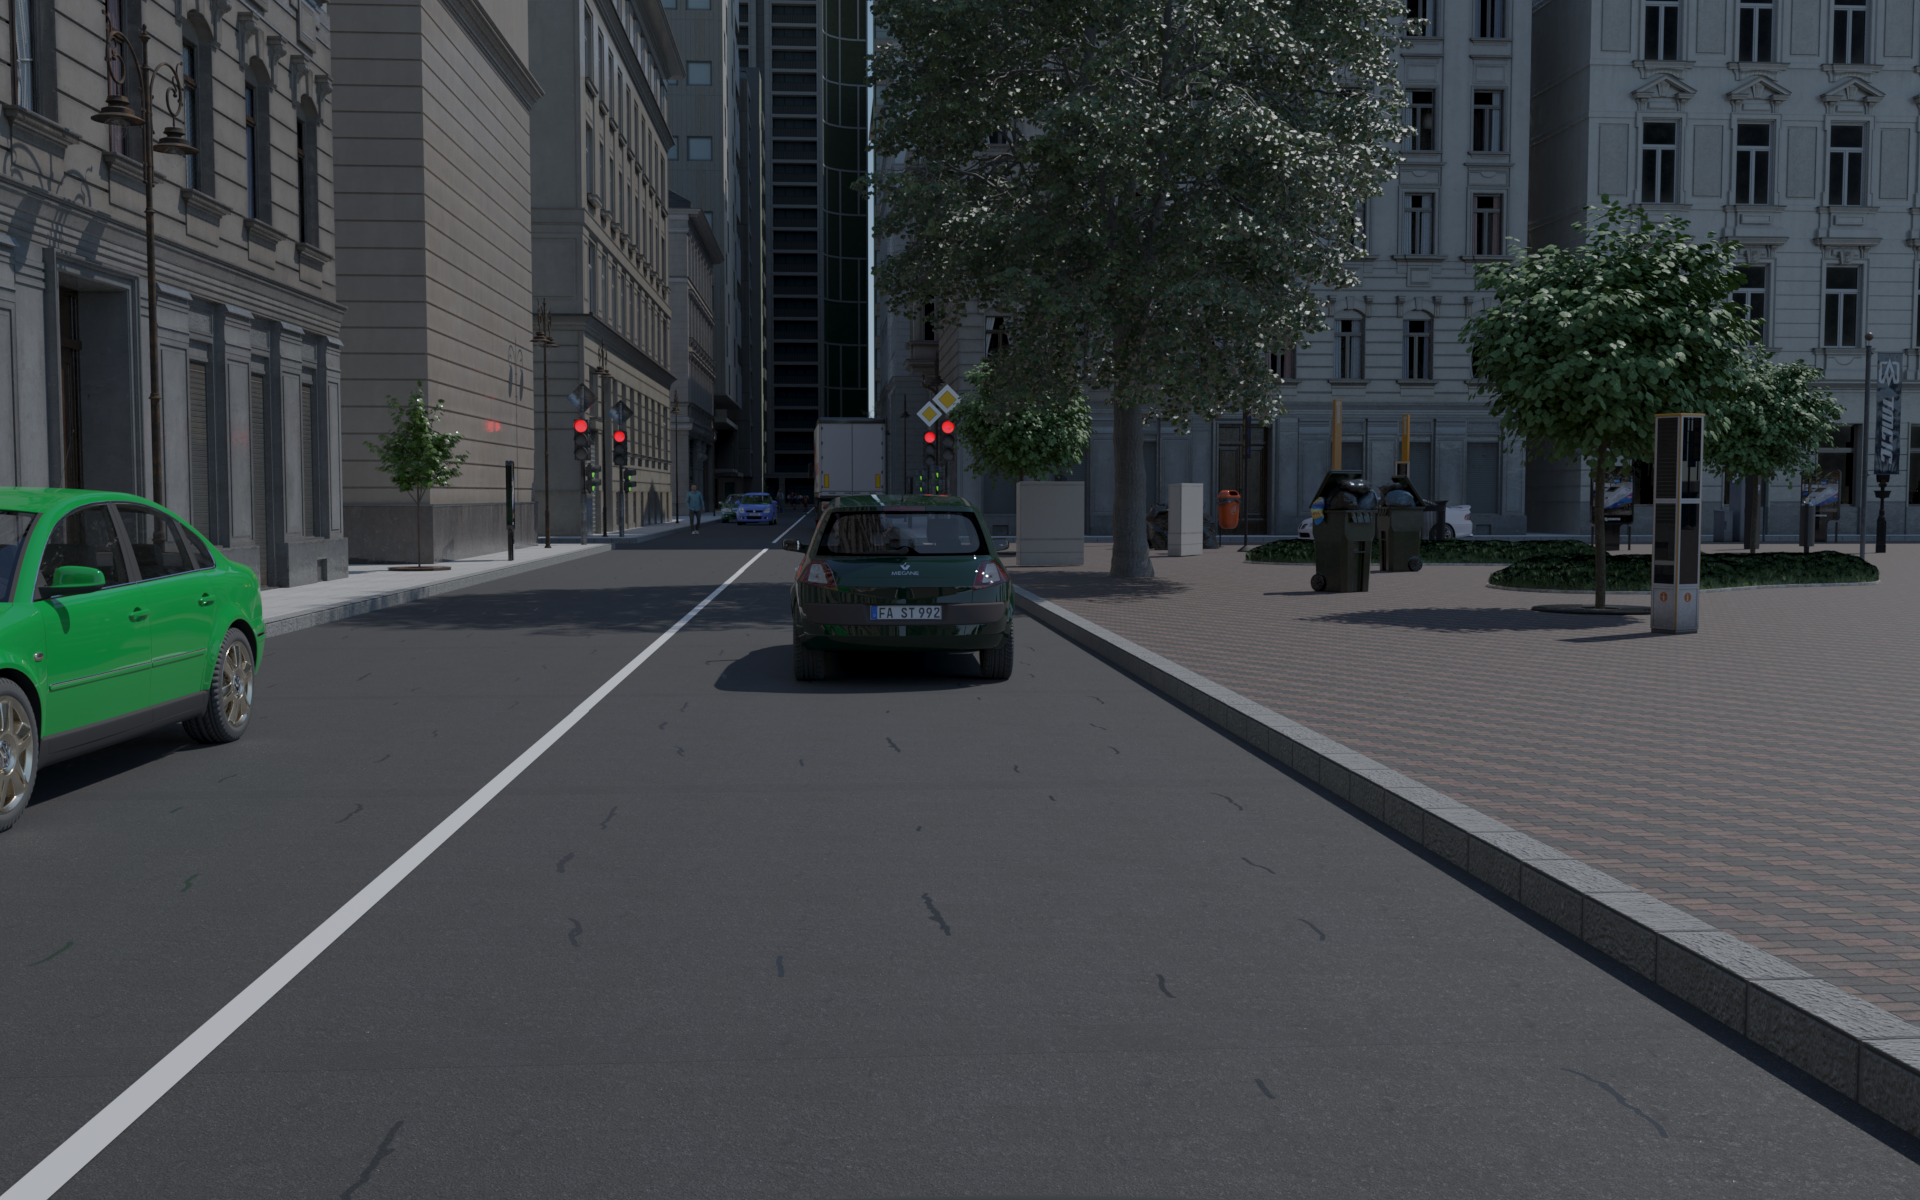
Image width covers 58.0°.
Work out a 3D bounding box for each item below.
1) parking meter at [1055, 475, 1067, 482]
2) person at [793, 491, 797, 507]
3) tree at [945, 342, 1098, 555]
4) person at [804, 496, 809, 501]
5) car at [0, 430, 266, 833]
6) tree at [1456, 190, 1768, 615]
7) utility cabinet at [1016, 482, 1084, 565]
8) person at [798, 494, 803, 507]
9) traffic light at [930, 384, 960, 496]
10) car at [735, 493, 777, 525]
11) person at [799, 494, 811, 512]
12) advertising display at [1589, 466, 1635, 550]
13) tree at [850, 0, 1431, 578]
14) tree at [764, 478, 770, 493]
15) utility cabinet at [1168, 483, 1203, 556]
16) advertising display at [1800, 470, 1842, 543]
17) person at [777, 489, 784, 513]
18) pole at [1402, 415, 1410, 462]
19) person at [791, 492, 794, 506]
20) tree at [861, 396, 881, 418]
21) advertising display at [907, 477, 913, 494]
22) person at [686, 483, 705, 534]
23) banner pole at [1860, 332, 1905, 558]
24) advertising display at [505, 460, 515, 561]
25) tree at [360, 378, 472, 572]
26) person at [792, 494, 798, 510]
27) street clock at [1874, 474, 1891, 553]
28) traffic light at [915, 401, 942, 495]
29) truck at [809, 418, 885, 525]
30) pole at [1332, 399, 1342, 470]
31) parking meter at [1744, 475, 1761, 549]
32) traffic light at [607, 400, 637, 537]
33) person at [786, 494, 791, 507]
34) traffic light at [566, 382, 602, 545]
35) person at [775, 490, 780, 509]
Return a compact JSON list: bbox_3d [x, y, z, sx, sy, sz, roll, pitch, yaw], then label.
[{"bbox_3d":[3.028,-2.827,51.932,0.255,1.863,0.399,2,4,28],"label":"parking meter"},{"bbox_3d":[-18.288,-11.237,192.191,0.705,1.831,1.348,-1,4,-22],"label":"person"},{"bbox_3d":[1.334,-3.271,37.195,4.285,4.588,4.351,0,3,0],"label":"tree"},{"bbox_3d":[-17.563,-11.365,197.501,0.628,1.438,0.799,-2,4,-24],"label":"person"},{"bbox_3d":[-4.979,0.012,8.608,1.959,1.807,4.718,0,4,-3],"label":"car"},{"bbox_3d":[7.112,-2.155,18.942,4.285,4.588,4.351,0,3,0],"label":"tree"},{"bbox_3d":[1.606,-1.359,30.895,1.173,1.500,0.318,-1,4,-12],"label":"utility cabinet"},{"bbox_3d":[-17.198,-10.683,186.348,0.628,1.438,0.799,0,4,-3],"label":"person"},{"bbox_3d":[-0.344,-3.388,44.319,0.839,4.253,0.868,0,4,-4],"label":"traffic light"},{"bbox_3d":[-9.448,-4.347,80.658,1.945,1.707,3.694,0,4,-3],"label":"car"},{"bbox_3d":[-12.433,-7.818,139.580,1.065,1.426,0.557,1,4,21],"label":"person"},{"bbox_3d":[14.866,-2.097,39.502,0.974,1.923,0.123,0,4,0],"label":"advertising display"},{"bbox_3d":[2.659,-7.322,26.378,9.857,13.997,8.962,0,3,0],"label":"tree"},{"bbox_3d":[-19.567,-10.881,172.503,1.663,3.219,1.824,0,3,0],"label":"tree"},{"bbox_3d":[4.656,-1.660,35.817,0.318,1.500,1.173,2,4,30],"label":"utility cabinet"},{"bbox_3d":[22.854,-2.495,46.011,0.974,1.923,0.123,3,5,44],"label":"advertising display"},{"bbox_3d":[-13.729,-7.583,132.559,0.705,1.814,1.350,-2,4,-24],"label":"person"},{"bbox_3d":[11.455,-3.102,44.567,0.158,3.312,0.155,0,3,0],"label":"pole"},{"bbox_3d":[-19.669,-11.840,203.006,0.541,1.710,0.530,-3,4,-38],"label":"person"},{"bbox_3d":[-5.590,-11.044,130.936,4.360,8.622,3.978,0,3,0],"label":"tree"},{"bbox_3d":[-1.874,-3.647,64.850,0.123,1.923,0.974,-1,4,-9],"label":"advertising display"},{"bbox_3d":[-9.518,-3.282,62.175,0.660,1.820,0.620,-2,4,-25],"label":"person"},{"bbox_3d":[14.308,-2.261,26.987,0.863,3.779,0.401,-1,4,-13],"label":"banner pole"},{"bbox_3d":[-8.706,-1.733,33.552,0.123,1.923,0.974,-1,4,-12],"label":"advertising display"},{"bbox_3d":[-9.032,-2.102,28.966,1.663,3.219,1.824,0,3,0],"label":"tree"},{"bbox_3d":[-15.202,-9.064,159.928,0.421,1.427,0.697,3,4,37],"label":"person"},{"bbox_3d":[20.133,-2.033,37.815,0.358,2.002,0.471,1,4,22],"label":"street clock"},{"bbox_3d":[-0.943,-3.875,52.282,0.839,4.253,0.868,0,4,-4],"label":"traffic light"},{"bbox_3d":[-4.541,-4.906,69.130,2.839,4.237,11.283,0,4,-6],"label":"truck"},{"bbox_3d":[8.119,-2.661,37.350,0.158,3.312,0.155,0,3,0],"label":"pole"},{"bbox_3d":[18.458,-2.117,40.329,0.255,1.863,0.399,3,5,42],"label":"parking meter"},{"bbox_3d":[-10.078,-3.832,51.581,0.839,4.253,0.868,0,4,-4],"label":"traffic light"},{"bbox_3d":[-19.363,-11.257,195.735,0.799,1.438,0.628,1,4,17],"label":"person"},{"bbox_3d":[-9.478,-3.345,43.618,0.839,4.253,0.868,0,4,-4],"label":"traffic light"},{"bbox_3d":[-17.622,-9.741,167.628,0.599,1.838,0.709,2,4,32],"label":"person"}]
